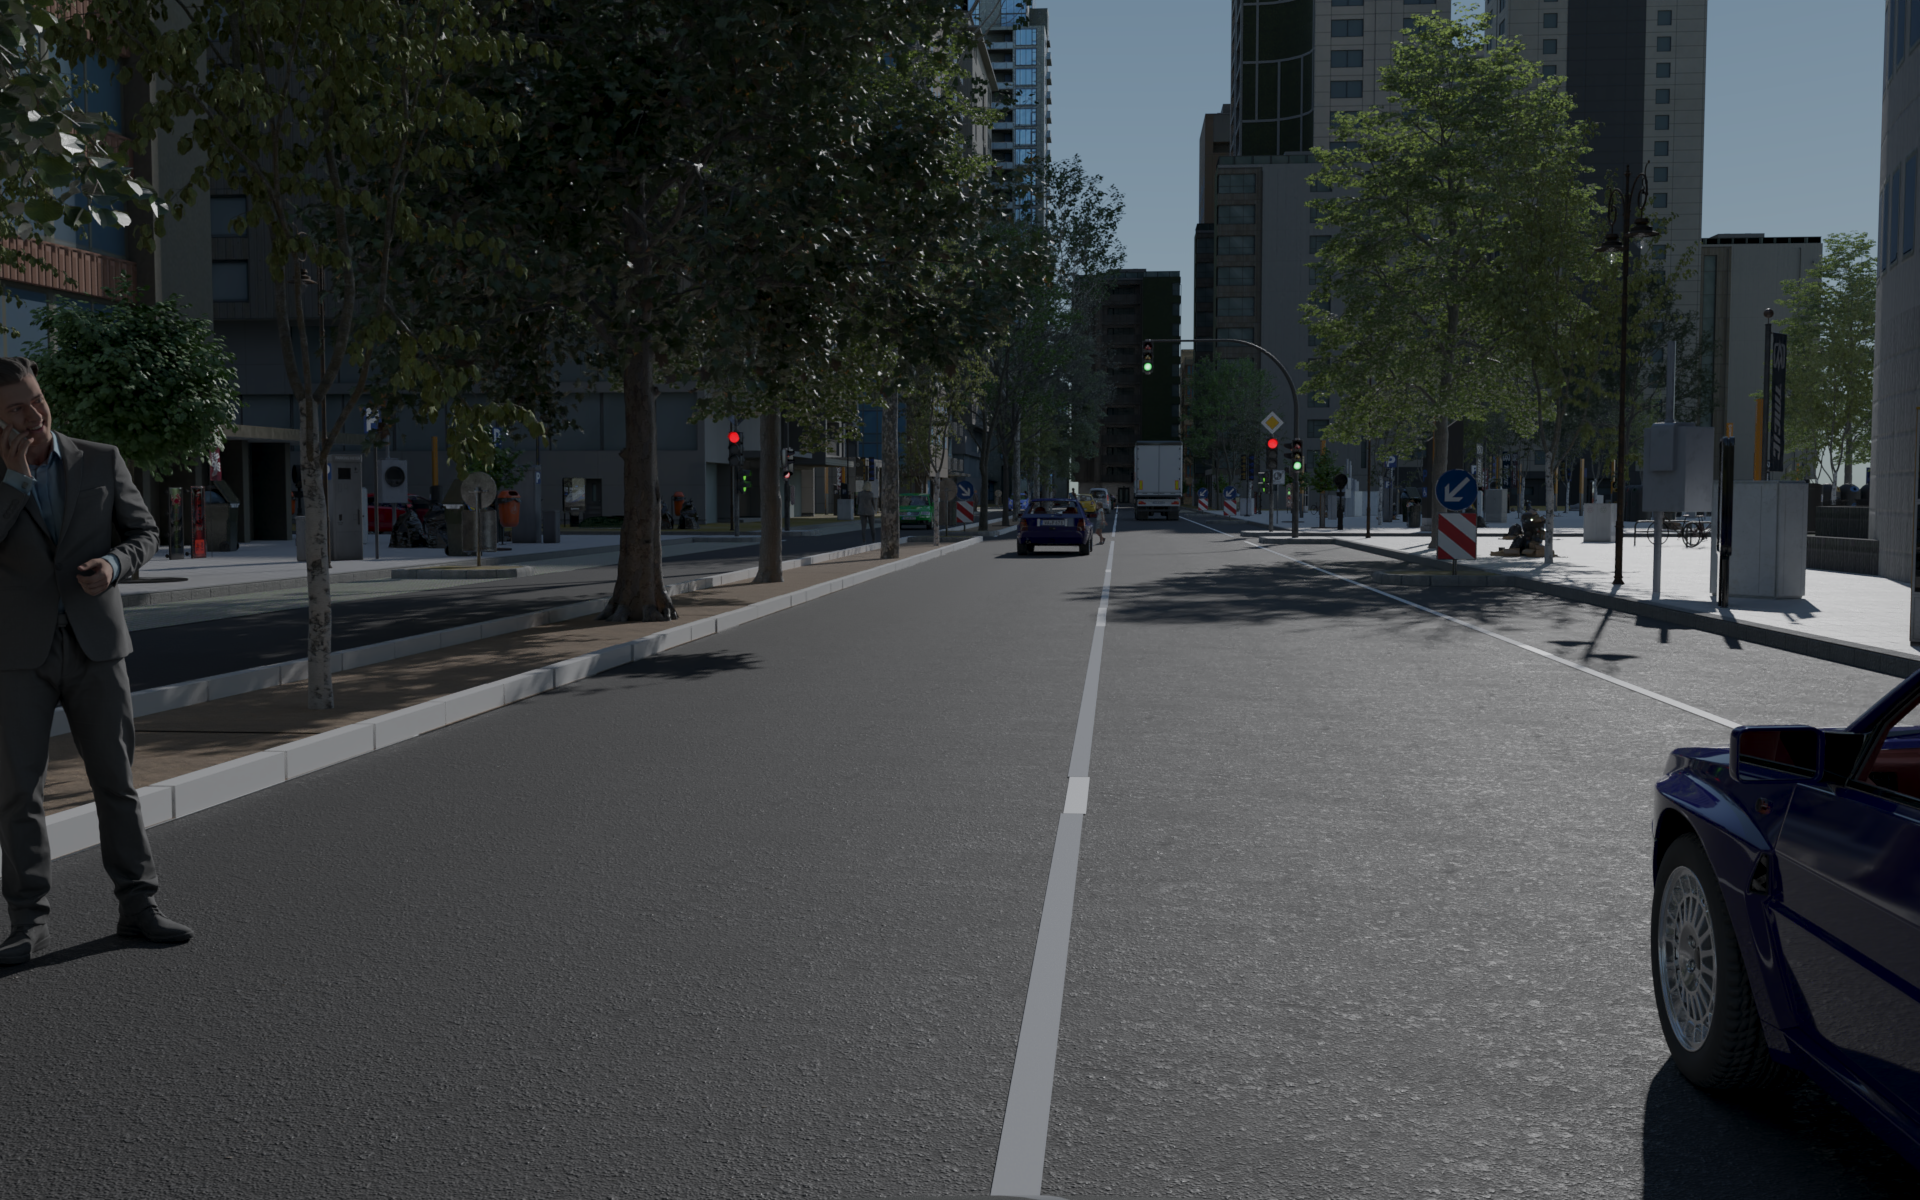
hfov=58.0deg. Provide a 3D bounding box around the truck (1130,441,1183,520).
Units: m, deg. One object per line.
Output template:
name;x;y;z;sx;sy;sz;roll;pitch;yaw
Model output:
truck;11.026;-6.628;97.278;2.839;4.237;11.283;0;4;5

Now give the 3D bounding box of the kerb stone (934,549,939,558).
kerb stone;-0.645;-1.015;38.796;0.120;0.150;1.000;0;4;5

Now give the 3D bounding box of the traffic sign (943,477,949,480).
traffic sign;-1.044;-8.111;132.719;0.768;2.556;0.104;1;4;12

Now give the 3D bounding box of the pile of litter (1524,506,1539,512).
pile of litter;15.999;-2.112;48.499;1.719;0.858;1.176;2;4;29

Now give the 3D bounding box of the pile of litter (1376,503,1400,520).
pile of litter;21.263;-4.412;86.097;1.176;0.858;1.719;1;4;16

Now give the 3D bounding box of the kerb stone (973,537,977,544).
kerb stone;0.297;-1.633;49.002;0.120;0.150;1.000;0;4;5

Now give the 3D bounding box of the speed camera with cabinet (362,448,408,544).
speed camera with cabinet;-15.211;-3.053;44.250;2.038;3.252;0.660;-3;5;-40

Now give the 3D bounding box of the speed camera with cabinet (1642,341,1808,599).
speed camera with cabinet;9.678;-1.688;21.942;0.660;3.252;2.038;-2;4;-28

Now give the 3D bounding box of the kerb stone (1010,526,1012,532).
kerb stone;1.749;-2.606;64.810;0.120;0.150;1.000;0;4;5

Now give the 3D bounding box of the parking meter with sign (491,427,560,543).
parking meter with sign;-11.332;-2.995;45.237;1.738;3.016;0.543;1;4;9

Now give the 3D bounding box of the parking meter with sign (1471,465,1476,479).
parking meter with sign;30.391;-6.600;104.176;1.738;3.016;0.543;-2;4;-32

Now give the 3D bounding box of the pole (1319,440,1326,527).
pole;13.775;-4.401;65.803;0.158;3.312;0.155;0;3;0

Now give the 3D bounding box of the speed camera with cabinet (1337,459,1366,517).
speed camera with cabinet;22.121;-6.359;98.303;0.660;3.252;2.038;3;5;40

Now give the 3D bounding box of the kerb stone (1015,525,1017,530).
kerb stone;2.034;-2.794;67.879;0.120;0.150;1.000;0;4;5

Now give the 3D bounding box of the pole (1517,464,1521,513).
pole;41.117;-8.165;127.340;0.158;3.312;0.155;0;3;0

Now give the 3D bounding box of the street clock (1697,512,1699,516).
street clock;40.354;-5.523;94.864;0.471;2.002;0.358;0;4;8

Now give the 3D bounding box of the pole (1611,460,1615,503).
pole;38.190;-6.574;101.324;0.158;3.312;0.155;0;3;0

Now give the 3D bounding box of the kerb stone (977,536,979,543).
kerb stone;0.385;-1.700;50.020;0.120;0.150;1.000;0;4;5

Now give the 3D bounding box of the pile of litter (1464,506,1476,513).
pile of litter;19.403;-3.199;66.262;1.719;0.858;1.176;1;4;12

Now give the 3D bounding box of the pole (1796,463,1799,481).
pole;55.787;-7.433;115.376;0.158;3.312;0.155;0;3;0

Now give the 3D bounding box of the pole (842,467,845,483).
pole;-7.480;-7.176;111.167;0.158;3.312;0.155;0;3;0

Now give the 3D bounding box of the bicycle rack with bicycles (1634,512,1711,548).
bicycle rack with bicycles;18.165;-1.787;42.604;2.925;0.926;2.852;-1;4;-19

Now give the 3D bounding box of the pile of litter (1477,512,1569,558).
pile of litter;11.636;-1.317;35.500;1.176;0.858;1.719;-1;4;-20

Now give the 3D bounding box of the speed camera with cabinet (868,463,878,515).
speed camera with cabinet;-5.778;-7.018;109.076;0.660;3.252;2.038;-2;4;-25

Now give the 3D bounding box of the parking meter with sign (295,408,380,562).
parking meter with sign;-11.984;-2.276;33.466;0.543;3.016;1.738;2;4;34

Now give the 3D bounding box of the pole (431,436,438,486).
pole;-18.606;-4.132;61.404;0.158;3.312;0.155;0;3;0

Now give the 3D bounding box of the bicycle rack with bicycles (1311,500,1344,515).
bicycle rack with bicycles;23.204;-5.663;105.966;2.852;0.926;2.925;-1;4;-22

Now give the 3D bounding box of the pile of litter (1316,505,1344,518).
pile of litter;20.008;-4.871;93.607;1.719;0.858;1.176;-1;4;-11

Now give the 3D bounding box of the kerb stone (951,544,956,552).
kerb stone;-0.273;-1.260;42.886;0.120;0.150;1.000;0;4;5

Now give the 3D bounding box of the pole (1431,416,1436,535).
pole;12.522;-3.161;45.530;0.158;3.312;0.155;0;3;0

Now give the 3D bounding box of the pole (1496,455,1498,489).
pole;28.256;-5.942;90.995;0.158;3.312;0.155;0;3;0

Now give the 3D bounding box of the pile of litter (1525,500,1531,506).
pile of litter;43.093;-7.135;130.623;1.176;0.858;1.719;1;4;11

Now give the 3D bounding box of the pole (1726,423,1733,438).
pole;22.069;-3.420;49.757;0.158;3.312;0.155;0;3;0

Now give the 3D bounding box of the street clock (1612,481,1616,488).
street clock;35.623;-5.463;93.888;0.358;2.002;0.471;-3;5;-39

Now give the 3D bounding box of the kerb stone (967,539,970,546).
kerb stone;0.109;-1.515;46.967;0.120;0.150;1.000;0;4;5

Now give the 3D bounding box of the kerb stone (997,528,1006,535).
kerb stone;1.470;-2.419;61.748;0.120;0.150;1.000;0;4;5

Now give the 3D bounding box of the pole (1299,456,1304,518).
pole;18.350;-6.063;92.969;0.158;3.312;0.155;0;3;0

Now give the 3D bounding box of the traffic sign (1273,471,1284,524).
traffic sign;13.665;-4.430;74.556;0.606;2.300;0.079;1;4;15

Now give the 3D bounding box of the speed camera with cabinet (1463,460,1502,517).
speed camera with cabinet;29.460;-6.316;97.605;2.038;3.252;0.660;2;4;26

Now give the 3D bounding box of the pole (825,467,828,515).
pole;-8.208;-6.887;106.451;0.158;3.312;0.155;0;3;0

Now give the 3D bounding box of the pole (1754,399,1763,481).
pole;17.116;-2.647;37.124;0.158;3.312;0.155;0;3;0

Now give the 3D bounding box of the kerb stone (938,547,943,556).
kerb stone;-0.552;-1.078;39.814;0.120;0.150;1.000;0;4;5

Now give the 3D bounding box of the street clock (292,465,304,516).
street clock;-16.282;-2.332;42.703;0.358;2.002;0.471;-3;4;-37

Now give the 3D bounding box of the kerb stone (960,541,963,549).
kerb stone;-0.081;-1.390;44.923;0.120;0.150;1.000;0;4;5

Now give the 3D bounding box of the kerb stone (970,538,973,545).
kerb stone;0.198;-1.574;47.985;0.120;0.150;1.000;0;4;5

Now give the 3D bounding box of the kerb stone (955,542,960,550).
kerb stone;-0.174;-1.327;43.905;0.120;0.150;1.000;0;4;5

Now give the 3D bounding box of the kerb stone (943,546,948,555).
kerb stone;-0.446;-1.140;40.830;0.120;0.150;1.000;0;4;5

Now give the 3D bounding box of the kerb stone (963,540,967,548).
kerb stone;0.015;-1.452;45.941;0.120;0.150;1.000;0;4;5

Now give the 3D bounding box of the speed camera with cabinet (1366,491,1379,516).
speed camera with cabinet;24.015;-6.675;103.476;2.038;3.252;0.660;1;4;21

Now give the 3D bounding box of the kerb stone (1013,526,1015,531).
kerb stone;1.942;-2.729;66.861;0.120;0.150;1.000;0;4;5

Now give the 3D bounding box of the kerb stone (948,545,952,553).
kerb stone;-0.369;-1.202;41.856;0.120;0.150;1.000;0;4;5

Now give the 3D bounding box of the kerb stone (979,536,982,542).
kerb stone;0.484;-1.754;51.038;0.120;0.150;1.000;0;4;5

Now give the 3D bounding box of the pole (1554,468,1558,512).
pole;43.540;-8.115;126.519;0.158;3.312;0.155;0;3;0

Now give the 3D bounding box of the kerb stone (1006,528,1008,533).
kerb stone;1.571;-2.474;62.773;0.120;0.150;1.000;0;4;5

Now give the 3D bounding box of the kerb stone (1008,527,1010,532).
kerb stone;1.652;-2.544;63.792;0.120;0.150;1.000;0;4;5

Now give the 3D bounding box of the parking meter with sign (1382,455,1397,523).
parking meter with sign;19.483;-5.049;78.819;0.543;3.016;1.738;1;4;8

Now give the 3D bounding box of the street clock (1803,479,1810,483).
street clock;41.179;-4.875;84.284;0.358;2.002;0.471;3;5;42

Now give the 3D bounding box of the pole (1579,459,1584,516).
pole;36.057;-6.521;100.466;0.158;3.312;0.155;0;3;0

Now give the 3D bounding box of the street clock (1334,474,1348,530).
street clock;13.541;-3.490;61.624;0.471;2.002;0.358;0;4;6
